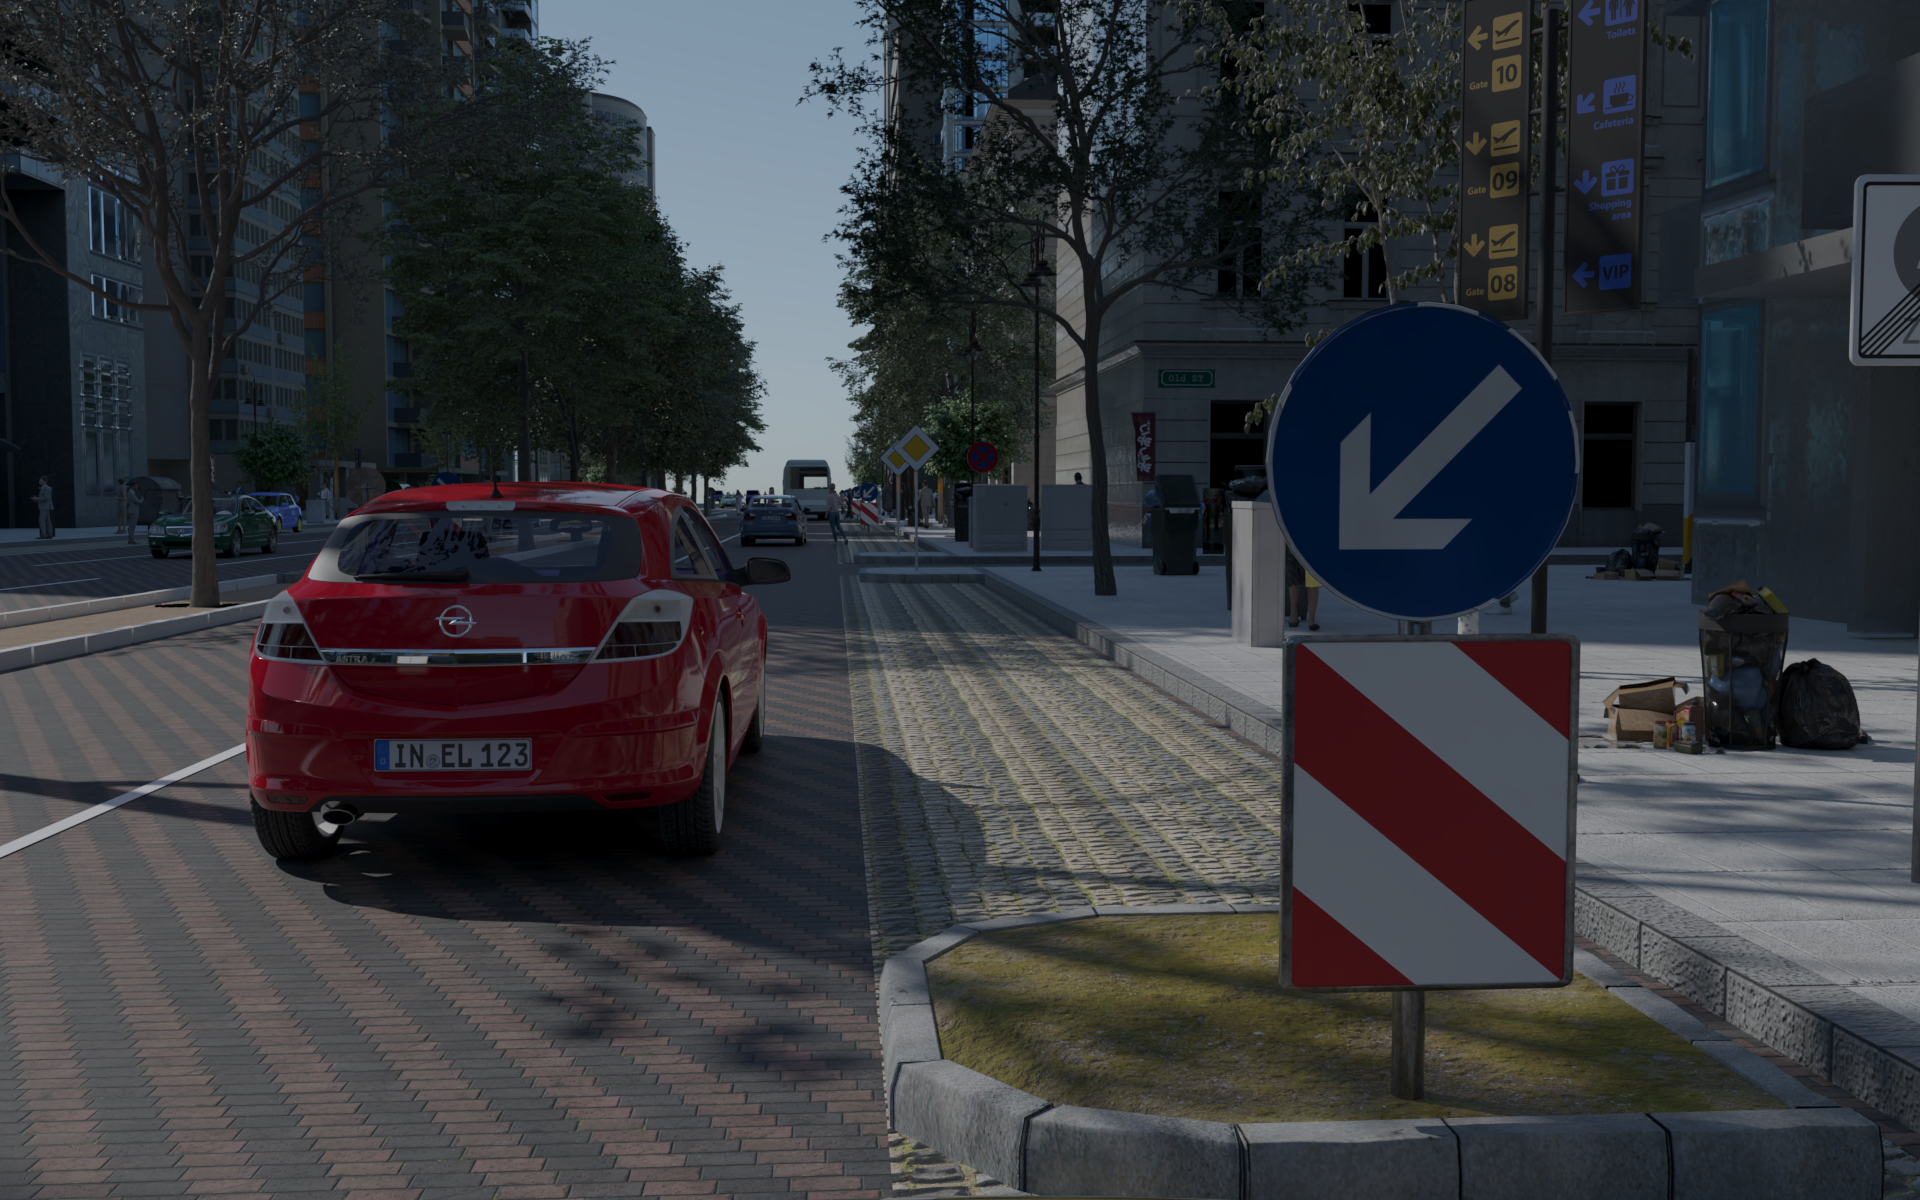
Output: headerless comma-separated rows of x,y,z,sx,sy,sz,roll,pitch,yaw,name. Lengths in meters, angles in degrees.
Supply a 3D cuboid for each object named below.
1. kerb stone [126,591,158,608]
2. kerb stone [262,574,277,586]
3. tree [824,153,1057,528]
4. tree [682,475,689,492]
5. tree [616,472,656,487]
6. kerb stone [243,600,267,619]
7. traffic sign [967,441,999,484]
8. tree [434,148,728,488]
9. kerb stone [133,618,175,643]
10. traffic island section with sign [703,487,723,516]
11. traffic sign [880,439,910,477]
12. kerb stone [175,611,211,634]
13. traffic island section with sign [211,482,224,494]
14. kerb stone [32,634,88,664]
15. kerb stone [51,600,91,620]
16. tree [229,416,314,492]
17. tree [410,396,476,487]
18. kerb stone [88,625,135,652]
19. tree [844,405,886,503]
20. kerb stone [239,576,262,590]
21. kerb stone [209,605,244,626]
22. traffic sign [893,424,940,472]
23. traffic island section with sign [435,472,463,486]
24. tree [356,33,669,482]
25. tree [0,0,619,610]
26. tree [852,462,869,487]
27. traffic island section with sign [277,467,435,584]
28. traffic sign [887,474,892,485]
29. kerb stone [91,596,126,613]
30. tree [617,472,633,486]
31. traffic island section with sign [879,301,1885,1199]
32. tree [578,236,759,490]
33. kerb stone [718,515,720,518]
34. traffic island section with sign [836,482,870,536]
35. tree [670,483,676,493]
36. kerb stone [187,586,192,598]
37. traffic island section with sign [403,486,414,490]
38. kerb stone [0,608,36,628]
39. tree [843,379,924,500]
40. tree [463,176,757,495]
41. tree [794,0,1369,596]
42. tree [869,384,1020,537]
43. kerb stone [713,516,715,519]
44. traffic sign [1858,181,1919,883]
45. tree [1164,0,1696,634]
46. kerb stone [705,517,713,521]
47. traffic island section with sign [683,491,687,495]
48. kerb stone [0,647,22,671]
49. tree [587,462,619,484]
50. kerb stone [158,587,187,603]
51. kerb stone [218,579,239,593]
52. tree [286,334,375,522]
-10.522,0.009,22.102,0.120,0.150,1.000,0,4,-4,kerb stone
-10.907,-0.308,27.226,0.120,0.150,1.000,0,4,-4,kerb stone
-0.232,-9.722,65.605,9.857,13.997,8.962,0,3,0,tree
-43.149,-19.374,267.126,4.737,8.622,4.395,0,3,0,tree
-37.933,-16.681,207.140,7.601,10.594,8.767,0,4,-8,tree
-8.279,0.121,20.221,0.120,0.150,1.000,0,4,-4,kerb stone
0.555,-2.557,41.910,0.768,2.556,0.104,0,4,3,traffic sign
-11.587,-7.545,51.565,9.928,11.665,9.643,0,3,0,tree
-8.050,0.308,17.157,0.120,0.150,1.000,0,4,-4,kerb stone
-16.024,-6.285,110.903,2.006,1.907,1.989,0,4,-4,traffic island section with sign
-1.294,-2.123,36.899,0.795,2.593,0.064,0,4,-4,traffic sign
-8.134,0.251,18.177,0.120,0.150,1.000,0,4,-4,kerb stone
-25.003,-2.999,57.667,1.989,1.847,2.006,0,4,-4,traffic island section with sign
-7.904,0.434,15.100,0.120,0.150,1.000,0,4,-4,kerb stone
-10.371,0.131,20.053,0.120,0.150,1.000,0,4,-4,kerb stone
-28.769,-5.429,72.474,4.285,4.588,4.351,0,3,0,tree
-31.478,-9.554,106.576,4.737,8.622,4.395,0,3,0,tree
-7.978,0.372,16.137,0.120,0.150,1.000,0,4,-4,kerb stone
-7.052,-11.686,141.434,4.360,8.622,3.978,0,3,0,tree
-10.822,-0.245,26.203,0.120,0.150,1.000,0,4,-4,kerb stone
-8.203,0.183,19.201,0.120,0.150,1.000,0,4,-4,kerb stone
-0.709,-1.636,28.936,0.795,2.593,0.064,0,4,-4,traffic sign
-10.502,-1.702,35.967,2.006,1.907,1.989,0,4,-4,traffic island section with sign
-10.677,-7.450,42.388,7.486,12.596,7.792,0,3,0,tree
-9.575,-6.653,21.603,12.009,13.543,11.850,0,3,0,tree
-8.235,-10.757,159.590,4.285,4.588,4.351,0,3,0,tree
-9.968,-1.250,28.579,2.006,1.907,1.989,0,4,-4,traffic island section with sign
-4.135,-6.564,107.419,0.768,2.556,0.104,0,4,-3,traffic sign
-10.445,0.068,21.078,0.120,0.150,1.000,0,4,-4,kerb stone
-37.813,-15.139,197.888,4.360,8.622,3.978,0,3,0,tree
0.801,0.261,4.357,1.989,1.847,2.006,0,4,-4,traffic island section with sign
-13.984,-10.518,81.074,9.857,13.997,8.962,0,3,0,tree
-14.187,-4.790,100.505,0.120,0.150,1.000,0,4,-4,kerb stone
-3.239,-3.099,59.296,1.989,1.847,2.006,0,4,-4,traffic island section with sign
-42.068,-16.070,257.352,1.663,3.219,1.824,0,3,0,tree
-10.676,-0.119,24.148,0.120,0.150,1.000,0,4,-4,kerb stone
-26.991,-4.653,84.702,1.989,1.847,2.006,0,4,-4,traffic island section with sign
-10.302,0.193,19.033,0.120,0.150,1.000,0,4,-4,kerb stone
-3.592,-8.927,96.323,4.737,8.622,4.395,0,3,0,tree
-12.400,-8.678,61.351,9.611,12.733,9.660,0,3,0,tree
1.518,-5.343,21.764,7.601,10.594,8.767,1,4,12,tree
0.227,-4.167,51.850,4.285,4.588,4.351,0,3,0,tree
-13.886,-4.540,96.420,0.120,0.150,1.000,0,4,-4,kerb stone
3.172,-0.215,5.649,0.606,2.300,0.079,0,4,-1,traffic sign
3.720,-3.820,12.813,4.360,8.622,3.978,0,3,0,tree
-13.818,-4.477,95.401,0.120,0.150,1.000,0,4,-4,kerb stone
-38.741,-14.418,244.368,1.989,1.847,2.006,0,4,-4,traffic island section with sign
-7.833,0.497,14.068,0.120,0.150,1.000,0,4,-4,kerb stone
-35.458,-11.514,171.970,4.285,4.588,4.351,0,3,0,tree
-10.602,-0.057,23.124,0.120,0.150,1.000,0,4,-4,kerb stone
-10.753,-0.182,25.176,0.120,0.150,1.000,0,4,-4,kerb stone
-29.079,-7.924,79.915,4.737,8.622,4.395,0,3,0,tree
